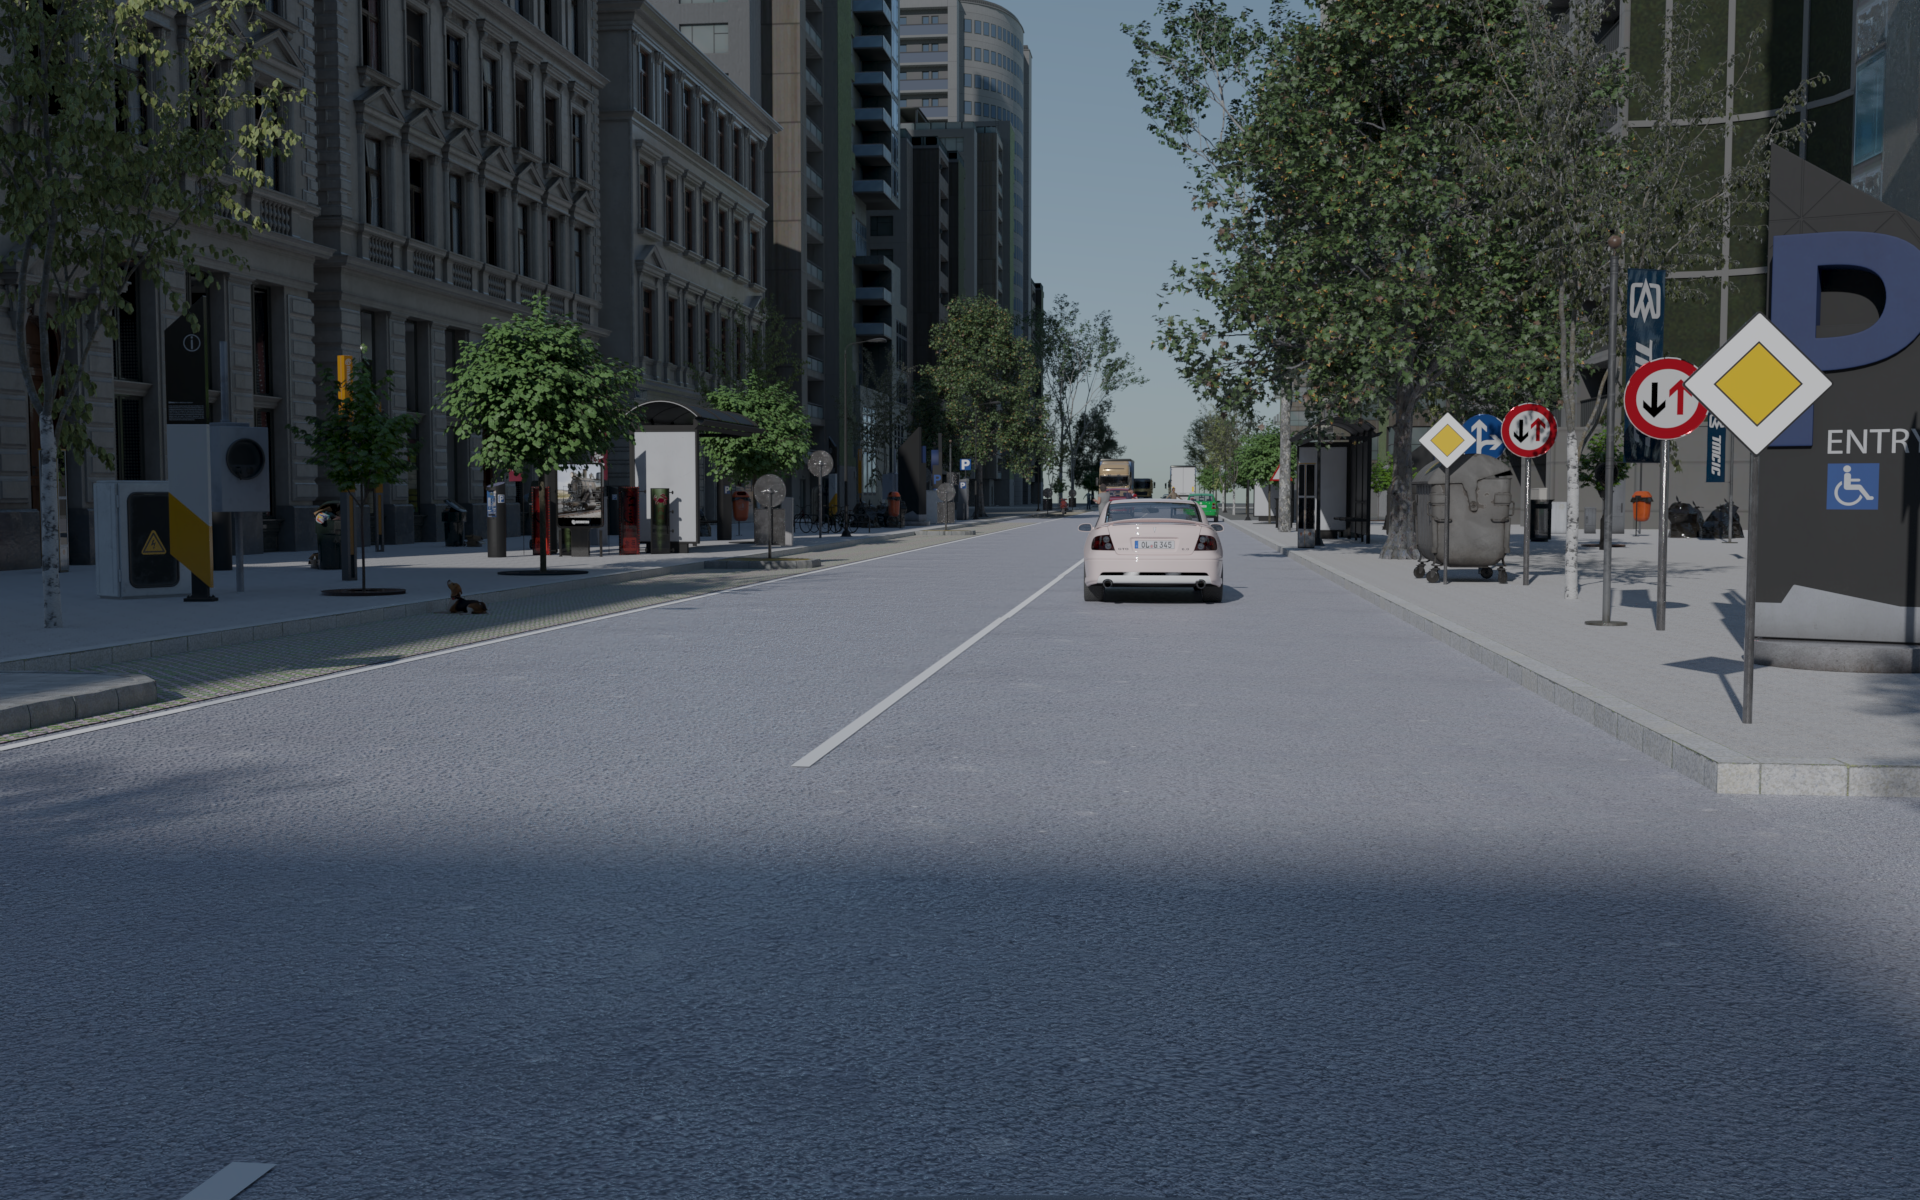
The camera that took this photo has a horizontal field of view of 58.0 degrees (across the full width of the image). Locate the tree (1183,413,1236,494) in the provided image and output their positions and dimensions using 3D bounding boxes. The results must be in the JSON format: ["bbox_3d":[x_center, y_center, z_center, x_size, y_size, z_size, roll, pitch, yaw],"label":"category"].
[{"bbox_3d":[31.378,-17.750,215.974,9.928,11.665,9.643,0,3,0],"label":"tree"}]

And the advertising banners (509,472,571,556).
[{"bbox_3d":[-8.736,-2.447,36.196,2.074,3.025,0.090,2,4,28],"label":"advertising banners"}]

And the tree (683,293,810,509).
[{"bbox_3d":[-7.572,-6.877,62.796,4.737,8.622,4.395,0,3,0],"label":"tree"}]

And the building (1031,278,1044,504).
[{"bbox_3d":[3.551,-27.944,228.588,14.160,30.474,14.107,0,4,7],"label":"building"}]

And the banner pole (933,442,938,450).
[{"bbox_3d":[-1.141,-5.710,83.382,0.401,3.779,0.863,-2,4,-26],"label":"banner pole"}]

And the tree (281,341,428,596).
[{"bbox_3d":[-7.556,-1.676,22.009,1.663,3.219,1.824,0,3,0],"label":"tree"}]

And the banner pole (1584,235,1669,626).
[{"bbox_3d":[6.555,-1.648,16.956,0.863,3.779,0.401,-1,4,-20],"label":"banner pole"}]

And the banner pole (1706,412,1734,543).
[{"bbox_3d":[19.872,-3.372,45.146,0.863,3.779,0.401,1,4,11],"label":"banner pole"}]

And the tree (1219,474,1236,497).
[{"bbox_3d":[22.365,-9.295,146.575,1.663,3.219,1.824,0,3,0],"label":"tree"}]

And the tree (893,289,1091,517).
[{"bbox_3d":[0.983,-11.009,97.007,9.611,12.733,9.660,0,3,0],"label":"tree"}]

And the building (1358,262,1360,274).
[{"bbox_3d":[33.232,-20.998,115.010,14.160,30.474,14.107,0,4,7],"label":"building"}]

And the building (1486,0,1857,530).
[{"bbox_3d":[32.250,-38.299,64.440,20.563,71.187,20.611,0,4,7],"label":"building"}]

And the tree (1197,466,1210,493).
[{"bbox_3d":[18.415,-7.768,110.722,4.285,4.588,4.351,0,3,0],"label":"tree"}]

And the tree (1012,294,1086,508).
[{"bbox_3d":[10.327,-18.697,161.590,12.611,20.169,13.585,0,3,0],"label":"tree"}]

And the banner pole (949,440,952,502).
[{"bbox_3d":[-0.452,-5.488,79.738,0.401,3.779,0.863,0,4,3],"label":"banner pole"}]

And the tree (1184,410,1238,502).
[{"bbox_3d":[28.191,-15.770,192.251,7.601,10.594,8.767,-1,4,-20],"label":"tree"}]

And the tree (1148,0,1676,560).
[{"bbox_3d":[8.726,-7.145,33.830,9.611,12.733,9.660,0,3,0],"label":"tree"}]

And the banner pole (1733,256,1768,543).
[{"bbox_3d":[7.697,-1.614,16.398,0.401,3.779,0.863,3,4,37],"label":"banner pole"}]

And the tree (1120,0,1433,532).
[{"bbox_3d":[11.919,-12.275,56.579,12.611,20.169,13.585,0,3,0],"label":"tree"}]

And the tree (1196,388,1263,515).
[{"bbox_3d":[16.609,-9.538,106.308,4.360,8.622,3.978,0,3,0],"label":"tree"}]

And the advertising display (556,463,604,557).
[{"bbox_3d":[-7.758,-1.844,35.371,0.974,1.923,0.123,0,4,5],"label":"advertising display"}]

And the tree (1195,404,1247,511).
[{"bbox_3d":[20.396,-11.168,132.964,4.737,8.622,4.395,0,3,0],"label":"tree"}]

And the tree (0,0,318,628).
[{"bbox_3d":[-8.521,-4.046,16.521,4.737,8.622,4.395,0,3,0],"label":"tree"}]

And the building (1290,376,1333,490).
[{"bbox_3d":[42.533,-30.855,188.080,14.154,41.232,14.086,0,4,7],"label":"building"}]

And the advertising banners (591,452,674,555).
[{"bbox_3d":[-6.933,-2.458,36.377,2.074,3.025,0.090,-3,5,-41],"label":"advertising banners"}]

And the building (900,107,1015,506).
[{"bbox_3d":[-1.815,-30.672,185.077,14.154,41.232,14.086,0,4,7],"label":"building"}]

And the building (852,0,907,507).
[{"bbox_3d":[-15.082,-49.189,116.917,22.319,86.520,31.000,0,4,7],"label":"building"}]

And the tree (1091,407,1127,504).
[{"bbox_3d":[17.473,-19.031,228.160,9.611,12.733,9.660,0,3,0],"label":"tree"}]

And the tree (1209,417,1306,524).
[{"bbox_3d":[13.355,-5.530,74.128,4.285,4.588,4.351,0,3,0],"label":"tree"}]

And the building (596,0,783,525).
[{"bbox_3d":[-15.174,-14.330,70.456,11.583,22.565,21.152,0,4,7],"label":"building"}]

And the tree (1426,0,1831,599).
[{"bbox_3d":[7.644,-4.308,20.794,4.360,8.622,3.978,0,3,0],"label":"tree"}]

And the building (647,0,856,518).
[{"bbox_3d":[-13.917,-25.167,95.076,14.154,41.232,14.086,0,4,7],"label":"building"}]

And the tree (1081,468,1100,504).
[{"bbox_3d":[18.932,-15.449,236.307,4.285,4.588,4.351,0,3,0],"label":"tree"}]

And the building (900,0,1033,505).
[{"bbox_3d":[-3.097,-40.669,206.929,21.231,58.520,28.212,0,4,7],"label":"building"}]

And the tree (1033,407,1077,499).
[{"bbox_3d":[7.573,-11.767,142.760,4.737,8.622,4.395,0,3,0],"label":"tree"}]

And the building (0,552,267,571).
[{"bbox_3d":[-20.484,-12.323,30.364,11.050,23.489,19.941,0,4,7],"label":"building"}]

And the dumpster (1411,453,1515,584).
[{"bbox_3d":[7.392,-1.206,25.482,1.264,1.857,1.865,0,4,7],"label":"dumpster"}]

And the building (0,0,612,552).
[{"bbox_3d":[-18.163,-13.532,50.133,11.050,23.489,19.941,0,4,7],"label":"building"}]

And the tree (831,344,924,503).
[{"bbox_3d":[-3.986,-8.211,84.606,4.360,8.622,3.978,0,3,0],"label":"tree"}]

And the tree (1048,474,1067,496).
[{"bbox_3d":[8.763,-9.766,154.281,1.663,3.219,1.824,0,3,0],"label":"tree"}]

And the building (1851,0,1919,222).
[{"bbox_3d":[30.427,-24.767,24.545,30.456,49.044,23.786,0,4,7],"label":"building"}]

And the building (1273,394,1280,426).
[{"bbox_3d":[52.388,-36.986,224.331,23.786,49.044,30.456,0,4,7],"label":"building"}]

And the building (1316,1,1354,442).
[{"bbox_3d":[42.463,-33.335,134.262,28.713,52.752,27.495,0,4,7],"label":"building"}]

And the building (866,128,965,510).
[{"bbox_3d":[-7.343,-22.548,140.359,14.160,30.474,14.107,0,4,7],"label":"building"}]
